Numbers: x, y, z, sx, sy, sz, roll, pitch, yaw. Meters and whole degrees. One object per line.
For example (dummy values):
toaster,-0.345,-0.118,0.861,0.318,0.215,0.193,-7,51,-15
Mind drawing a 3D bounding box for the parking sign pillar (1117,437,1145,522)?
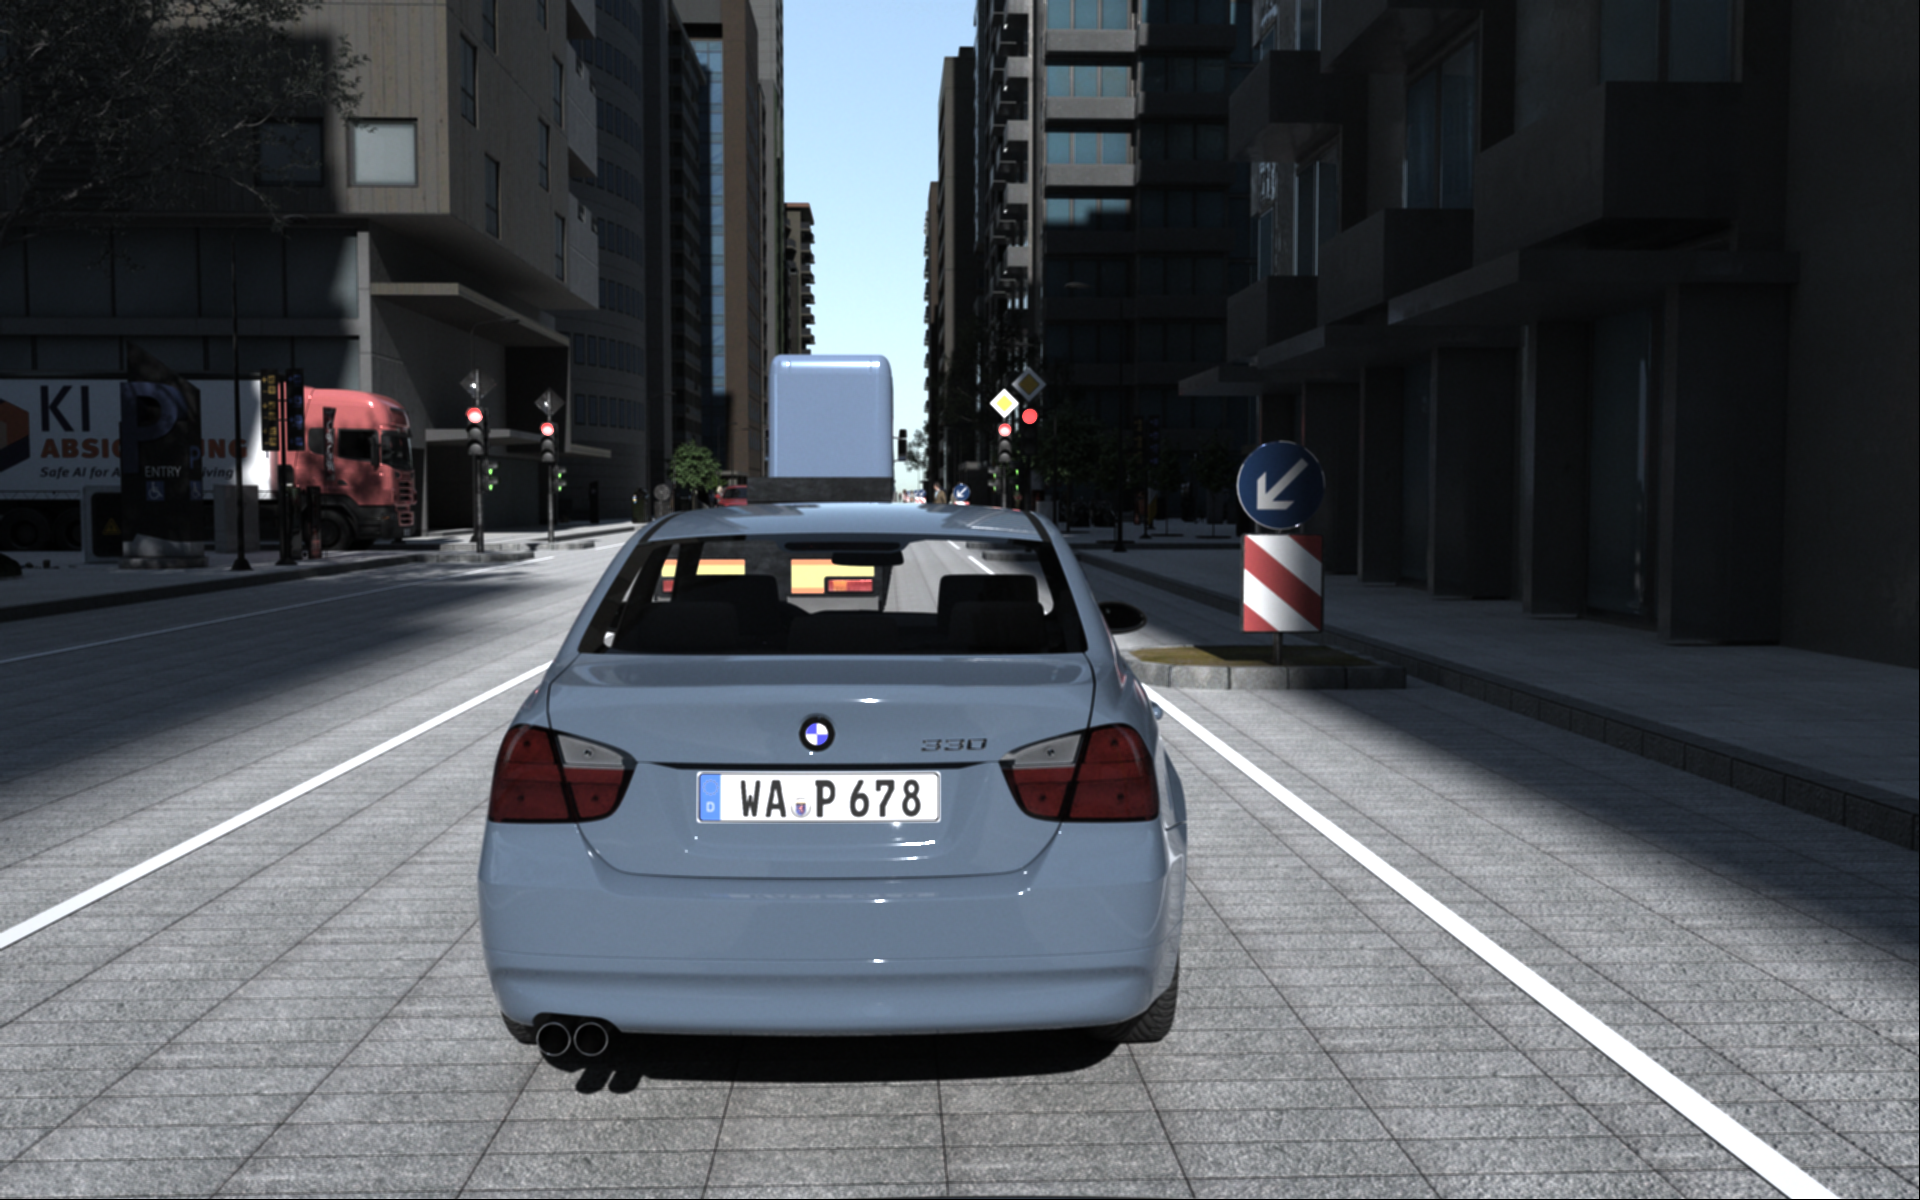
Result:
parking sign pillar,7.943,-5.592,79.906,1.447,3.967,1.447,-1,4,-10

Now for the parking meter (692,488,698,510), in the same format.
parking meter,-17.122,-6.487,111.768,0.255,1.863,0.399,-3,4,-37

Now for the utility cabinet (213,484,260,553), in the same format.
utility cabinet,-15.798,-1.785,37.859,0.318,1.500,1.173,1,4,12

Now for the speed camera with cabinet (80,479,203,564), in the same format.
speed camera with cabinet,-15.320,-2.329,32.415,2.038,3.252,0.660,-2,4,-32

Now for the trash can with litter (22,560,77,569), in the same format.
trash can with litter,-16.341,-1.131,29.544,2.233,1.210,1.678,-2,4,-24

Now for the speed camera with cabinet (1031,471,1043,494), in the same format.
speed camera with cabinet,2.896,-4.421,66.617,0.660,3.252,2.038,0,4,5

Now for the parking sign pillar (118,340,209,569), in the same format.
parking sign pillar,-13.909,-2.549,30.149,1.447,3.967,1.447,1,4,9

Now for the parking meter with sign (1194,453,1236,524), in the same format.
parking meter with sign,10.901,-4.748,73.893,1.738,3.016,0.543,0,4,-1

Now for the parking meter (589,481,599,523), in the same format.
parking meter,-16.003,-4.282,75.717,0.399,1.863,0.255,0,4,-1

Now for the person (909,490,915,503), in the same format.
person,-3.373,-6.853,121.542,0.512,1.701,0.522,0,4,0

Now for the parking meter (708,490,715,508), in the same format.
parking meter,-14.724,-5.767,102.704,0.372,1.533,0.369,0,3,0

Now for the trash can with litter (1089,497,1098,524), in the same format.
trash can with litter,6.033,-3.822,73.881,1.055,1.170,0.624,0,4,-1

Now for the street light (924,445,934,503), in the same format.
street light,-2.359,-11.652,163.058,1.470,5.913,1.316,0,4,-2

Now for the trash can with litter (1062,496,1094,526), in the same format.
trash can with litter,4.986,-3.649,70.718,1.678,1.210,2.233,0,4,3

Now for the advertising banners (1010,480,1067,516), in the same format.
advertising banners,2.884,-4.180,64.527,2.074,3.025,0.090,0,4,-1

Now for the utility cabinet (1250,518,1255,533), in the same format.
utility cabinet,9.347,-2.744,56.029,0.306,1.237,1.020,2,4,25

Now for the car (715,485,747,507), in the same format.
car,-8.663,-3.742,69.852,2.281,1.827,5.304,0,4,-1

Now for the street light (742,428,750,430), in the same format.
street light,-15.538,-9.164,122.365,1.470,5.913,1.316,0,4,-2

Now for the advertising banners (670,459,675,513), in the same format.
advertising banners,-14.102,-5.429,84.960,0.090,3.025,2.074,0,4,-1

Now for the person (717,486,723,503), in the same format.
person,-10.504,-4.144,76.429,0.526,1.800,0.537,1,4,23

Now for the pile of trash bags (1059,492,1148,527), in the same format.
pile of trash bags,5.808,-3.532,67.505,3.447,1.369,1.912,1,4,11

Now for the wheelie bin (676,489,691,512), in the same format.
wheelie bin,-18.240,-6.500,114.184,0.980,1.594,0.693,-1,4,-14

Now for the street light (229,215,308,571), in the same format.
street light,-11.552,-3.452,28.980,1.470,5.913,1.316,0,4,-2

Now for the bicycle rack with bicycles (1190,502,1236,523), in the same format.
bicycle rack with bicycles,12.039,-3.877,76.764,2.852,0.926,2.925,-3,5,-41

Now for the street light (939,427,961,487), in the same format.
street light,-0.500,-9.060,120.677,1.470,5.913,1.316,0,4,-2

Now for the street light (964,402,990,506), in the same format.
street light,0.917,-7.008,87.123,1.470,5.913,1.316,0,4,-2

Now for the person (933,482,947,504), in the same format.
person,-0.736,-3.088,58.899,0.656,1.842,0.836,1,4,16

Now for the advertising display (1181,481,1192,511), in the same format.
advertising display,11.121,-4.889,85.147,0.123,1.923,0.974,-1,4,-20

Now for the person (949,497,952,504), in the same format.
person,-0.472,-4.642,88.652,0.590,1.304,0.306,-3,5,-43

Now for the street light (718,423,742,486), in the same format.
street light,-15.130,-8.563,112.548,1.470,5.913,1.316,0,4,-2

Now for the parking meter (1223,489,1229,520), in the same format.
parking meter,13.015,-4.688,85.061,0.372,1.533,0.369,0,3,0

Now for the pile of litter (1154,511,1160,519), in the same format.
pile of litter,9.598,-4.543,88.235,1.719,0.858,1.176,-3,4,-37

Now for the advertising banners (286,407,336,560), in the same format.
advertising banners,-12.786,-2.325,34.200,0.090,3.025,2.074,0,4,7

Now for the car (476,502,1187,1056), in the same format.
car,-0.320,0.378,5.817,2.014,1.417,4.499,0,4,-1

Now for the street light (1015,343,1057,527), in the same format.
street light,2.386,-4.943,53.361,1.470,5.913,1.316,0,4,-2

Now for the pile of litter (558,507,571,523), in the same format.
pile of litter,-17.895,-3.879,77.380,1.176,0.858,1.719,2,4,27

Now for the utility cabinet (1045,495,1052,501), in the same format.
utility cabinet,4.078,-4.586,86.147,1.020,1.237,0.306,-2,4,-33

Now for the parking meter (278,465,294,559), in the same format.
parking meter,-13.285,-1.741,34.173,0.255,1.863,0.399,-2,4,-29

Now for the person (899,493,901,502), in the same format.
person,-8.661,-14.707,250.427,0.415,1.643,0.593,1,4,20

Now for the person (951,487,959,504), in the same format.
person,-0.233,-4.602,84.290,0.362,1.759,0.519,2,4,27

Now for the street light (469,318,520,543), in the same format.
street light,-12.277,-4.474,45.699,1.470,5.913,1.316,0,4,-2

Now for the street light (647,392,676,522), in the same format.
street light,-13.683,-6.528,79.276,1.470,5.913,1.316,0,4,-2

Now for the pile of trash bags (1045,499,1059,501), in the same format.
pile of trash bags,3.731,-4.311,80.244,1.912,1.369,3.447,-1,4,-18

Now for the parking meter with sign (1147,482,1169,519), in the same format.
parking meter with sign,9.969,-5.727,89.899,1.738,3.016,0.543,-1,4,-15

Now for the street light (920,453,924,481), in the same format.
street light,-3.734,-13.723,196.913,1.470,5.913,1.316,0,4,-2

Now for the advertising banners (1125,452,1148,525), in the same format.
advertising banners,7.405,-4.648,72.180,0.090,3.025,2.074,-2,4,-26

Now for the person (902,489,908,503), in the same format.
person,-3.892,-6.759,119.603,0.643,1.750,0.593,1,4,8

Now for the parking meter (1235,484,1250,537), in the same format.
parking meter,8.550,-2.852,52.335,0.399,1.863,0.255,-1,4,-19

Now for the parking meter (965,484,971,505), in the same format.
parking meter,0.458,-5.750,99.726,0.255,1.863,0.399,-1,4,-10

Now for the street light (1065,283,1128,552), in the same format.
street light,3.008,-4.020,38.262,1.470,5.913,1.316,0,4,-2

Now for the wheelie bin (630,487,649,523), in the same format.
wheelie bin,-14.026,-4.161,75.937,0.693,1.594,0.980,0,4,4
